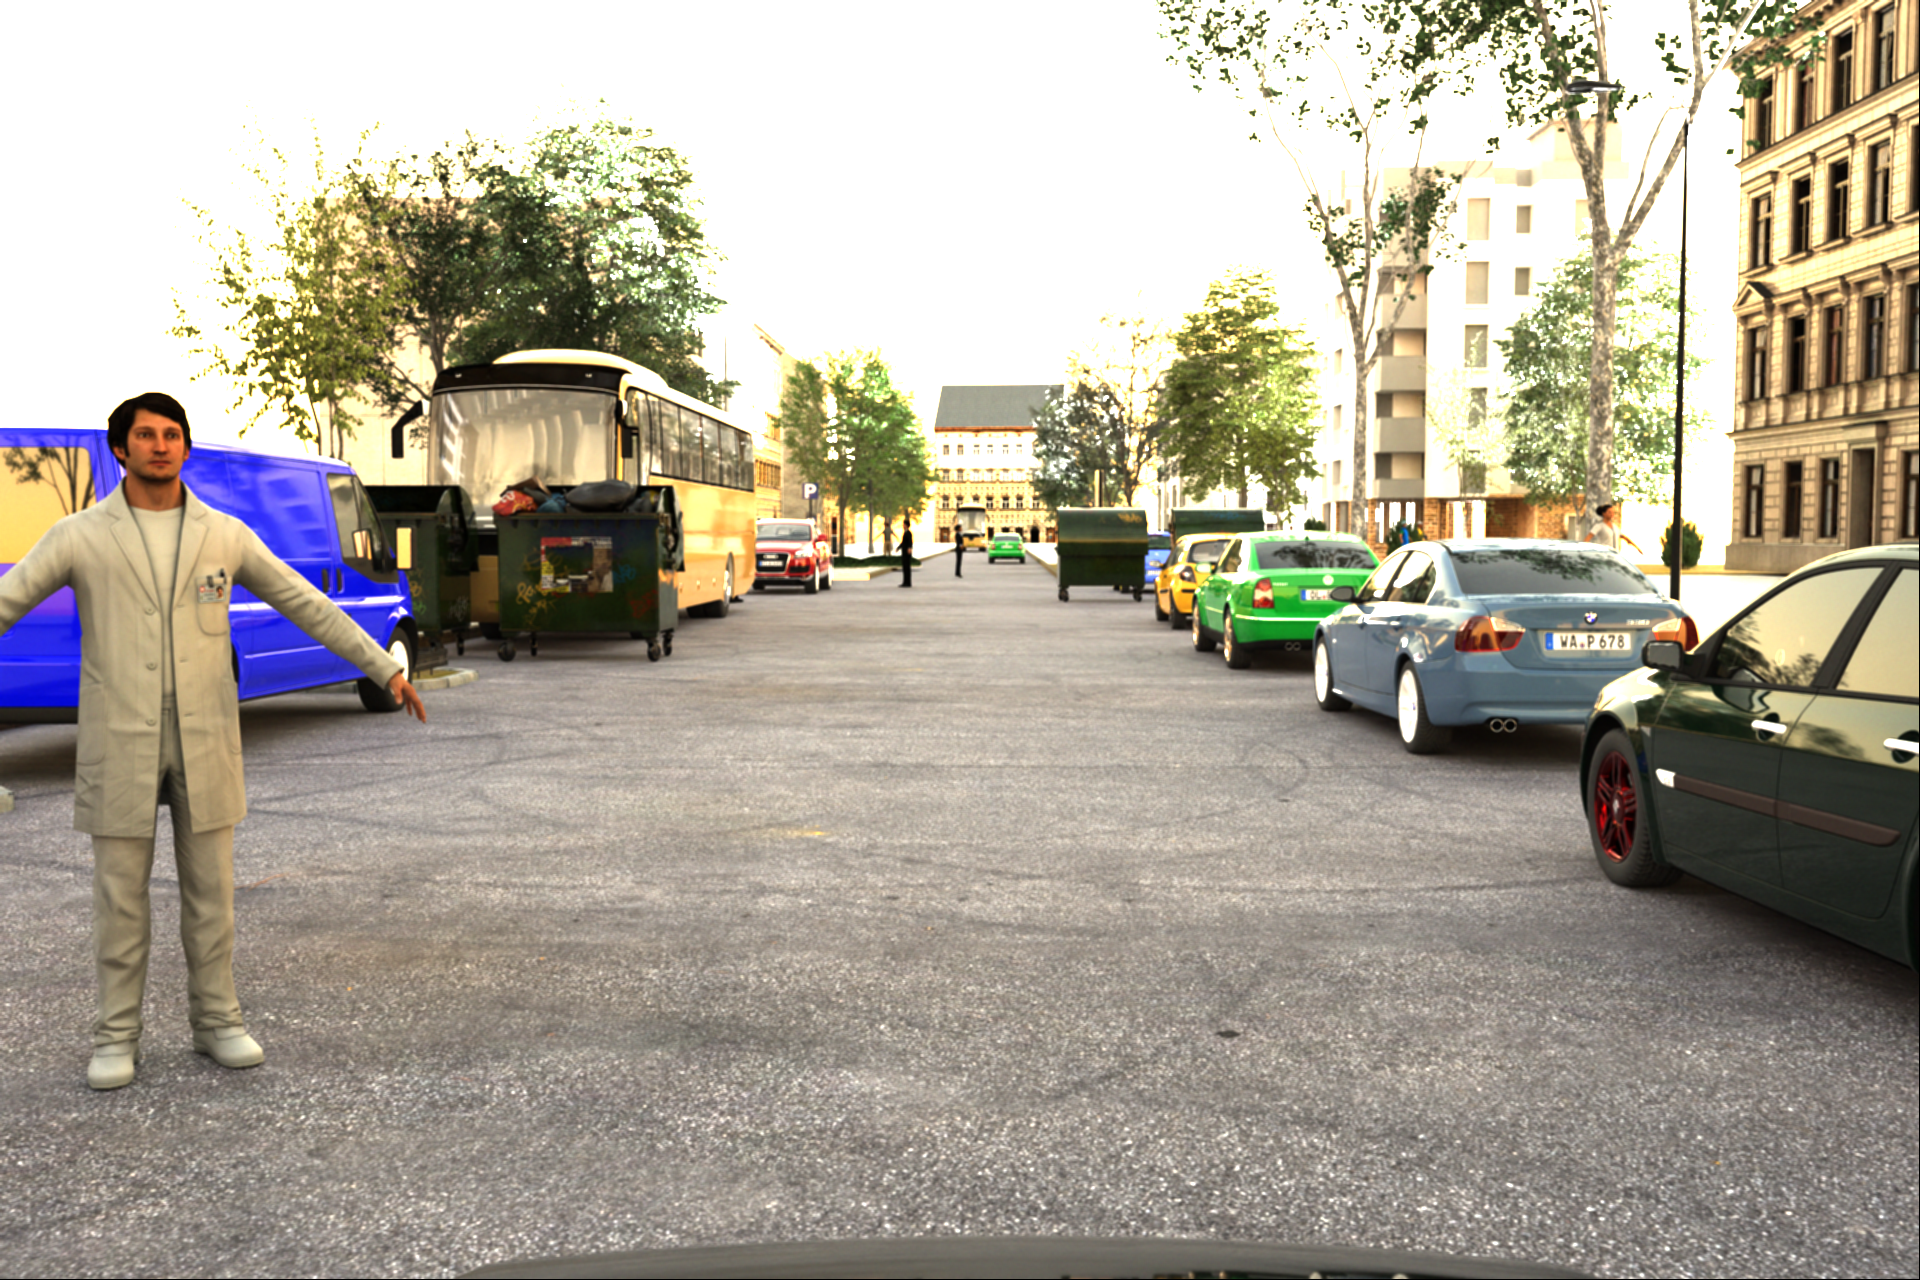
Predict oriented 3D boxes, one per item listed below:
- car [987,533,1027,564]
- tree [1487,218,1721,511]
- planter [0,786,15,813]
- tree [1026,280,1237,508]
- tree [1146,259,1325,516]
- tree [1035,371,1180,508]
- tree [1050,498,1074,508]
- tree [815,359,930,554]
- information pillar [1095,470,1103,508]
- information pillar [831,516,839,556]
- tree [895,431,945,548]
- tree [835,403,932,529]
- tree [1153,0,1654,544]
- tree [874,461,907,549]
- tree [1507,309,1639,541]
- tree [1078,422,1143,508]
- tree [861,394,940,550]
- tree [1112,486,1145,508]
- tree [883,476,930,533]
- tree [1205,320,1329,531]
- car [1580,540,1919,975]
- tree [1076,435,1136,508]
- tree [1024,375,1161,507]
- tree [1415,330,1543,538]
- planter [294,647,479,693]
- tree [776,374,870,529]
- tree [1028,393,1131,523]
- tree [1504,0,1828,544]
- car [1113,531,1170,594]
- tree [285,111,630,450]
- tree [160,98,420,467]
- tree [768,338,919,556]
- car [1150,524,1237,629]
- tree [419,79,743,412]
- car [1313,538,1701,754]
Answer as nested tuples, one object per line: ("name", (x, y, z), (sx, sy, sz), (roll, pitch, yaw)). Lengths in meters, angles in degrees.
("car", (2.322, -4.690, 85.480), (1.959, 1.807, 4.718), (0, 4, 2))
("tree", (26.581, -10.066, 71.236), (9.857, 13.997, 8.962), (0, 3, 0))
("planter", (-5.926, 0.770, 8.550), (1.991, 0.319, 1.994), (0, 4, 1))
("tree", (8.346, -10.662, 84.694), (12.009, 13.543, 11.850), (0, 3, 0))
("tree", (11.513, -9.429, 72.296), (7.486, 12.596, 7.792), (0, 3, 0))
("tree", (8.676, -10.007, 98.031), (8.767, 10.594, 7.601), (-1, 4, -18))
("tree", (10.142, -12.742, 158.695), (4.737, 8.622, 4.395), (0, 3, 0))
("tree", (-5.734, -11.849, 111.854), (7.486, 12.596, 7.792), (0, 3, 0))
("information pillar", (5.144, -4.452, 64.105), (0.184, 3.620, 1.656), (0, 4, 0))
("information pillar", (-5.131, -4.066, 70.978), (0.304, 2.012, 0.304), (0, 4, 2))
("tree", (-4.886, -14.360, 160.549), (9.928, 11.665, 9.643), (0, 3, 0))
("tree", (-5.611, -12.403, 128.549), (9.928, 11.665, 9.643), (0, 3, 0))
("tree", (11.834, -11.538, 44.530), (12.611, 20.169, 13.585), (0, 3, 0))
("tree", (-5.706, -12.030, 147.045), (4.737, 8.622, 4.395), (0, 3, 0))
("tree", (20.271, -6.478, 56.279), (4.360, 8.622, 3.978), (0, 3, 0))
("tree", (8.895, -9.597, 107.271), (4.360, 8.622, 3.978), (0, 3, 0))
("tree", (-5.444, -13.456, 138.131), (7.486, 12.596, 7.792), (0, 3, 0))
("tree", (23.243, -19.283, 249.684), (7.601, 10.594, 8.767), (0, 4, 7))
("tree", (-7.689, -20.410, 251.826), (7.486, 12.596, 7.792), (0, 3, 0))
("tree", (10.653, -6.629, 58.739), (4.737, 8.622, 4.395), (0, 3, 0))
("car", (3.507, 0.242, 5.831), (2.009, 1.686, 4.222), (0, 4, 0))
("tree", (9.345, -10.290, 118.600), (4.360, 8.622, 3.978), (0, 3, 0))
("tree", (9.952, -13.457, 130.394), (12.009, 13.543, 11.850), (0, 3, 0))
("tree", (18.161, -6.873, 62.742), (4.360, 8.622, 3.978), (0, 3, 0))
("planter", (-5.741, 0.280, 16.569), (1.991, 0.319, 1.994), (0, 4, 2))
("tree", (-6.816, -7.921, 79.879), (4.360, 8.622, 3.978), (0, 3, 0))
("tree", (10.348, -14.824, 149.024), (9.857, 13.997, 8.962), (0, 3, 0))
("tree", (11.086, -10.394, 25.829), (12.611, 20.169, 13.585), (0, 3, 0))
("car", (4.718, -2.045, 43.026), (1.945, 1.707, 3.694), (0, 4, 1))
("tree", (-10.746, -6.304, 37.486), (8.767, 10.594, 7.601), (1, 4, 23))
("tree", (-10.940, -4.822, 29.199), (4.737, 8.622, 4.395), (0, 3, 0))
("tree", (-6.072, -10.091, 90.747), (9.928, 11.665, 9.643), (0, 3, 0))
("car", (4.057, -1.052, 27.431), (2.015, 1.641, 3.980), (0, 4, 2))
("tree", (-11.023, -8.808, 50.658), (9.857, 13.997, 8.962), (0, 3, 0))
("car", (3.787, -0.034, 12.558), (2.014, 1.417, 4.499), (0, 4, 0))
